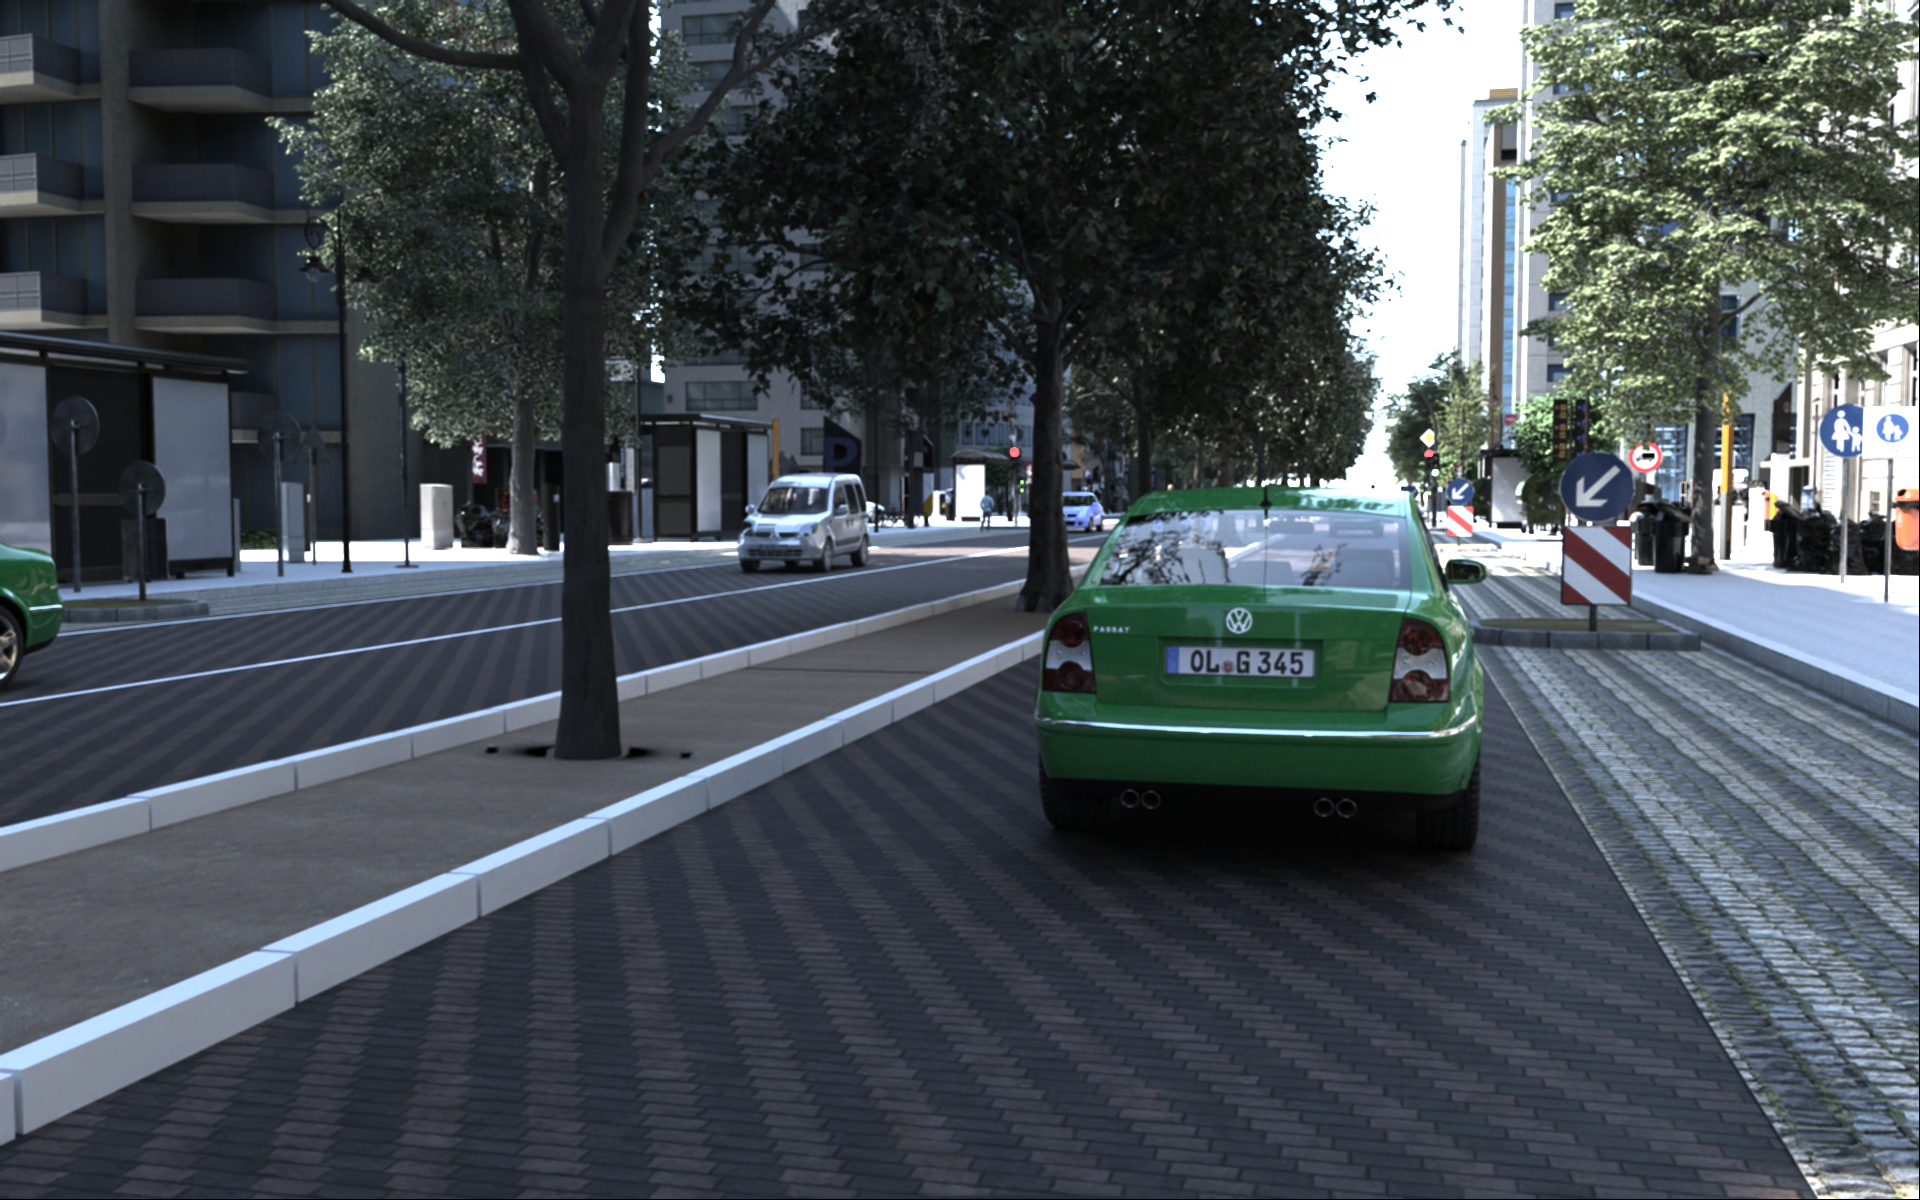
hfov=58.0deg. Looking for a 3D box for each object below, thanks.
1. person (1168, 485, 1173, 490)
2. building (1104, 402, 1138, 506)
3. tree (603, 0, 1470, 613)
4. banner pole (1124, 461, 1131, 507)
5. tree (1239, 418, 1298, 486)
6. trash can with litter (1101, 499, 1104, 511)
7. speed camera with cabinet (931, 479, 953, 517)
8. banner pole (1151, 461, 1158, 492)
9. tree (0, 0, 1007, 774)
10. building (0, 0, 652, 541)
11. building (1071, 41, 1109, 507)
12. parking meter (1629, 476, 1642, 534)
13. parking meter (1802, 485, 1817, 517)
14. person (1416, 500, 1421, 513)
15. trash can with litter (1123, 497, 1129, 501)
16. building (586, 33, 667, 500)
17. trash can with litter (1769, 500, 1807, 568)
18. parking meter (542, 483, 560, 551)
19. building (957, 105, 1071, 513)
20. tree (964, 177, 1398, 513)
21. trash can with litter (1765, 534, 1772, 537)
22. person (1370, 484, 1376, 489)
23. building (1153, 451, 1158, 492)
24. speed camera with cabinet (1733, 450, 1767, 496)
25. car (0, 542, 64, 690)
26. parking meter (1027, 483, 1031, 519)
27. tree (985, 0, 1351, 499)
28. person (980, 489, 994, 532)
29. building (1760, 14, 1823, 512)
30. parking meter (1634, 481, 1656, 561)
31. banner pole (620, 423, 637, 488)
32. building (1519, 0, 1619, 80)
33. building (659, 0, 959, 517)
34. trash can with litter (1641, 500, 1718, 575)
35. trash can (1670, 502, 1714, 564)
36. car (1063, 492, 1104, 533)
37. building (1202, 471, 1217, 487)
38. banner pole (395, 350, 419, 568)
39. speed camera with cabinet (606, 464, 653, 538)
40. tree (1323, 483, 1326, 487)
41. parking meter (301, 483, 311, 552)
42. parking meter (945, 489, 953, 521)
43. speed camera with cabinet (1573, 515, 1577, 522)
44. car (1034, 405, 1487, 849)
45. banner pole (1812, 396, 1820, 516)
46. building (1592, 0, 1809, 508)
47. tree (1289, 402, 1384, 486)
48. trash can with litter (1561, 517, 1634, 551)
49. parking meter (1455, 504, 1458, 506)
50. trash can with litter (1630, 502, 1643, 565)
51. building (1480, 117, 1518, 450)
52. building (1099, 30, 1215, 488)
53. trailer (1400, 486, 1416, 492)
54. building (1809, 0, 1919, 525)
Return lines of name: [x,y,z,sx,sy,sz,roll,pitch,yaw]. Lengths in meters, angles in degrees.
person: [9.368,-4.201,77.062,0.514,1.842,0.818,1,4,10]
building: [5.141,-20.800,185.124,27.650,21.520,28.899,1,4,13]
tree: [1.055,-6.192,20.699,9.611,12.733,9.660,0,3,0]
banner pole: [12.726,-8.638,131.245,0.401,3.779,0.863,-3,5,-44]
tree: [9.071,-6.227,54.632,4.360,8.622,3.978,0,3,0]
trash can with litter: [10.744,-7.377,131.996,1.055,1.170,0.624,-2,4,-25]
speed camera with cabinet: [-0.612,-6.225,96.107,2.038,3.252,0.660,-3,4,-38]
banner pole: [14.603,-8.563,130.014,0.401,3.779,0.863,-3,5,-45]
tree: [-2.021,-5.893,9.175,12.009,13.543,11.850,0,3,0]
building: [-26.419,-24.514,55.429,28.867,44.769,22.147,1,4,13]
building: [6.088,-31.311,162.051,14.600,45.320,14.200,1,4,13]
parking meter: [21.928,-3.091,56.254,0.255,1.863,0.399,2,4,35]
parking meter: [23.998,-2.479,48.945,0.372,1.533,0.369,0,3,0]
person: [14.864,-2.643,56.395,0.352,1.250,0.332,3,4,37]
trash can with litter: [11.518,-6.731,121.446,0.624,1.170,1.055,0,4,6]
building: [-34.787,-31.725,107.938,27.495,52.752,28.713,1,4,13]
trash can with litter: [14.534,-1.130,29.863,0.624,1.170,1.055,-3,4,-36]
parking meter: [-9.202,-1.871,38.995,0.372,1.533,0.369,0,3,0]
building: [-4.294,-35.978,130.244,21.231,58.520,28.212,1,4,13]
tree: [5.286,-6.254,39.120,8.767,10.594,7.601,1,4,13]
trash can with litter: [24.244,-2.522,52.296,2.233,1.210,1.678,1,4,18]
person: [15.216,-3.371,63.792,0.419,1.800,0.721,1,4,21]
building: [16.894,-31.819,203.835,14.154,41.232,14.086,1,4,13]
speed camera with cabinet: [35.184,-5.079,77.382,0.660,3.252,2.038,-1,4,-15]
car: [-8.118,-0.152,11.282,1.959,1.807,4.718,1,4,14]
parking meter: [3.648,-5.165,90.162,0.255,1.863,0.399,0,4,-5]
tree: [3.214,-6.247,30.345,9.928,11.665,9.643,0,3,0]
person: [1.009,-3.297,64.213,0.589,1.601,0.330,2,4,28]
building: [56.088,-26.308,84.753,28.867,44.769,22.147,1,4,13]
parking meter: [13.212,-1.529,33.416,0.372,1.533,0.369,0,3,0]
banner pole: [-10.751,-4.050,56.235,0.863,3.779,0.401,-2,4,-29]
building: [61.564,-37.631,157.261,21.231,58.520,28.212,1,4,13]
building: [-8.474,-20.212,102.170,14.160,30.474,14.107,1,4,13]
trash can with litter: [11.714,-1.014,27.966,0.624,1.170,1.055,-3,5,-39]
trash can: [13.547,-1.250,32.089,0.748,1.137,0.748,0,3,0]
car: [4.332,-3.406,65.284,1.945,1.707,3.694,1,4,14]
building: [31.495,-27.482,294.371,27.650,21.520,28.899,1,4,13]
banner pole: [-9.632,-2.443,29.960,0.401,3.779,0.863,-1,4,-10]
speed camera with cabinet: [-9.956,-3.431,50.427,2.038,3.252,0.660,-2,4,-33]
tree: [30.844,-11.837,146.347,4.737,8.622,4.395,0,3,0]
parking meter: [-14.587,-1.832,38.369,0.372,1.533,0.369,0,3,0]
parking meter: [-0.497,-4.451,81.177,0.372,1.533,0.369,0,3,0]
speed camera with cabinet: [32.189,-5.755,88.422,2.038,3.252,0.660,0,4,-2]
car: [1.591,0.017,8.513,1.959,1.807,4.718,1,4,15]
banner pole: [21.818,-3.315,44.213,0.401,3.779,0.863,2,4,27]
building: [56.287,-49.668,124.741,22.319,86.520,31.000,1,4,13]
tree: [27.053,-13.534,130.401,9.857,13.997,8.962,0,3,0]
trash can with litter: [14.838,-1.711,39.034,1.678,1.210,2.233,-2,4,-30]
parking meter: [29.866,-6.002,103.846,0.399,1.863,0.255,-2,4,-27]
trash can with litter: [12.363,-1.206,31.109,0.624,1.170,1.055,1,4,22]
building: [68.763,-33.790,202.577,14.600,45.320,14.200,1,4,13]
building: [29.012,-50.752,268.041,20.563,71.187,20.611,1,4,13]
trailer: [30.677,-6.836,118.814,1.471,1.999,3.904,1,4,13]
building: [30.985,-12.616,39.561,16.112,22.955,30.059,1,4,13]
